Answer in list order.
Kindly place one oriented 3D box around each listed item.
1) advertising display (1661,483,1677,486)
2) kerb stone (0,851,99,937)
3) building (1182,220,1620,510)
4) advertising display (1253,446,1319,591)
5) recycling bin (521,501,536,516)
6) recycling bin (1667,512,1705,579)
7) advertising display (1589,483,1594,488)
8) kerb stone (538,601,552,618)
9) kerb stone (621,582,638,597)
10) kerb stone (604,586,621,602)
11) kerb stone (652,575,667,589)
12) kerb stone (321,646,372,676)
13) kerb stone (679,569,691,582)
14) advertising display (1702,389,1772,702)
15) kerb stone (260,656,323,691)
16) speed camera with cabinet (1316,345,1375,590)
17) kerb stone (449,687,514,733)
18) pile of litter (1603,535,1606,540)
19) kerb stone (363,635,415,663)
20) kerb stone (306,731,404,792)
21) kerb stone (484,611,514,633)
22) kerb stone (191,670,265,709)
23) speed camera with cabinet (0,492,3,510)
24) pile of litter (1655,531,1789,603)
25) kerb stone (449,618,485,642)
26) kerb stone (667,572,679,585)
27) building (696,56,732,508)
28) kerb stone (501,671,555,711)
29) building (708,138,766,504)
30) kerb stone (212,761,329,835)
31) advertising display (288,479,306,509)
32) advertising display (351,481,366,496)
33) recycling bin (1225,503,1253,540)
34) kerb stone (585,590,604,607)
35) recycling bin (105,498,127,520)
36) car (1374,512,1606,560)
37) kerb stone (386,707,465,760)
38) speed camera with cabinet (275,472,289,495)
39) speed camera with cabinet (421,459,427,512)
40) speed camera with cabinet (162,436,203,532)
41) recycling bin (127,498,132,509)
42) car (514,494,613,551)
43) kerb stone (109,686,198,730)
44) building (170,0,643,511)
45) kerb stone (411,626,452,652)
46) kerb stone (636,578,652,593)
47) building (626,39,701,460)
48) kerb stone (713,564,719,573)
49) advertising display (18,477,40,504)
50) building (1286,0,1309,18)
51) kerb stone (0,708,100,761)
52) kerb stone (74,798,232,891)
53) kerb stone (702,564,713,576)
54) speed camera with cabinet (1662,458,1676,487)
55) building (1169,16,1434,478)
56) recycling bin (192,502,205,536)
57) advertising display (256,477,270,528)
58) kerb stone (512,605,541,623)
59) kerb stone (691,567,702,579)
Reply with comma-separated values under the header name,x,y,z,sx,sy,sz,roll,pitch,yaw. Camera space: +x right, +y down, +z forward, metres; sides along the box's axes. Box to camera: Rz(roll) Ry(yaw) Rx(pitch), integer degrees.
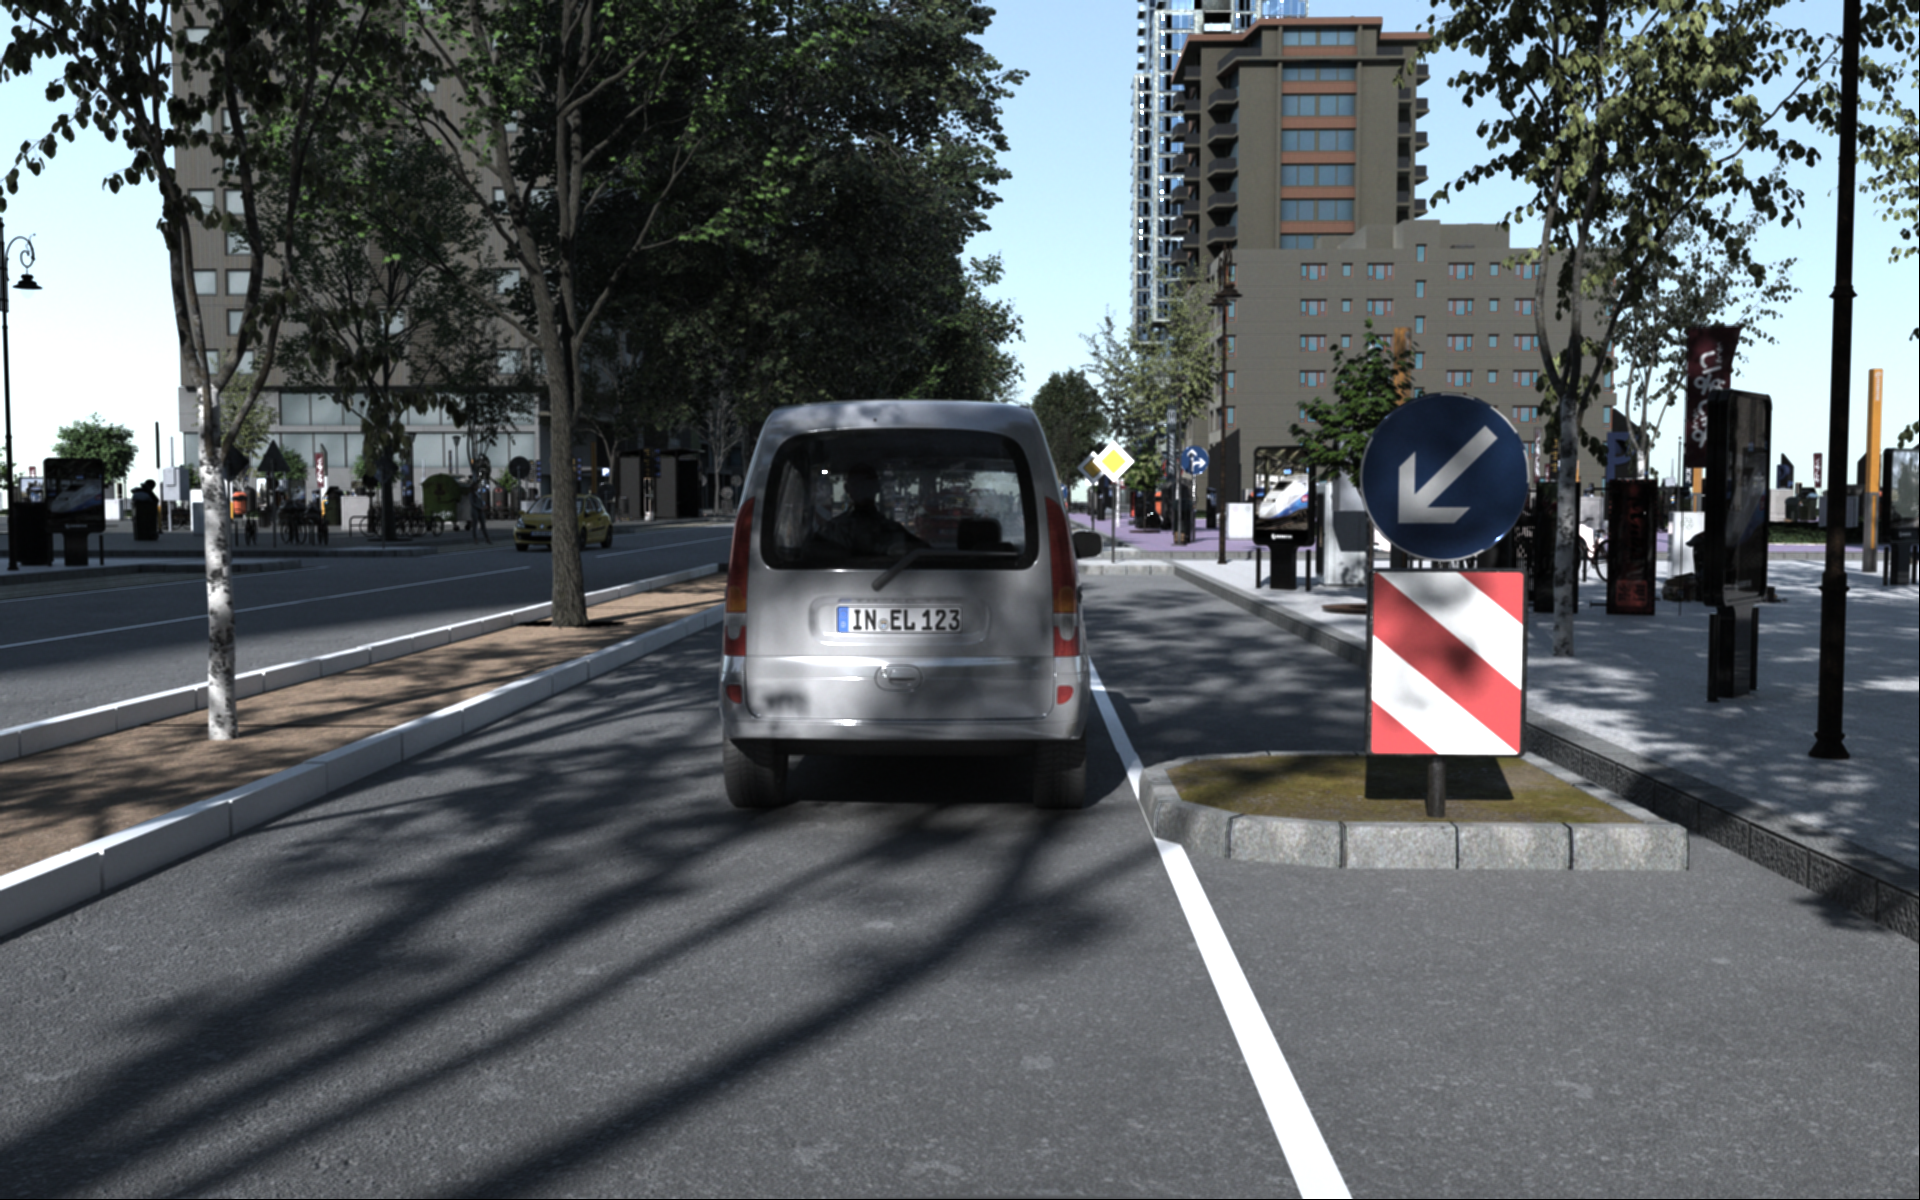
name,x,y,z,sx,sy,sz,roll,pitch,yaw
advertising display,42.362,-6.011,103.497,0.123,1.923,0.974,-3,4,-36
kerb stone,-3.162,1.008,5.720,0.120,0.150,1.000,0,4,2
building,32.847,-17.828,136.534,27.650,21.520,28.899,0,4,2
advertising display,4.346,-1.103,23.245,0.123,1.923,0.974,-3,5,-40
recycling bin,-15.892,-3.159,64.199,0.722,1.027,0.722,-2,4,-32
recycling bin,10.394,-0.725,24.409,0.722,1.027,0.722,1,4,17
advertising display,37.211,-5.926,102.100,0.123,1.923,0.974,1,4,12
kerb stone,-4.841,0.125,20.158,0.120,0.150,1.000,0,4,2
kerb stone,-4.715,-0.122,24.260,0.120,0.150,1.000,0,4,2
kerb stone,-4.750,-0.058,23.234,0.120,0.150,1.000,0,4,2
kerb stone,-4.653,-0.252,26.311,0.120,0.150,1.000,0,4,2
kerb stone,-5.020,0.510,13.998,0.120,0.150,1.000,0,4,2
kerb stone,-4.592,-0.377,28.358,0.120,0.150,1.000,0,4,2
advertising display,4.926,-0.353,10.981,0.123,1.923,0.974,3,5,40
kerb stone,-5.051,0.564,12.975,0.120,0.150,1.000,0,4,2
speed camera with cabinet,5.329,-1.803,23.820,0.660,3.252,2.038,0,4,4
kerb stone,-3.011,0.695,10.842,0.120,0.150,1.000,0,4,2
pile of litter,17.315,-2.080,47.974,1.719,0.858,1.176,-1,4,-15
kerb stone,-4.982,0.439,15.024,0.120,0.150,1.000,0,4,2
kerb stone,-3.075,0.819,8.798,0.120,0.150,1.000,0,4,2
kerb stone,-4.894,0.252,18.107,0.120,0.150,1.000,0,4,2
kerb stone,-5.082,0.627,11.939,0.120,0.150,1.000,0,4,2
speed camera with cabinet,-64.702,-7.368,114.799,0.660,3.252,2.038,3,5,40
pile of litter,9.035,-0.426,20.930,1.719,0.858,1.176,3,4,38
kerb stone,-4.922,0.313,17.080,0.120,0.150,1.000,0,4,2
kerb stone,-4.625,-0.314,27.336,0.120,0.150,1.000,0,4,2
building,-33.273,-44.637,168.069,20.563,71.187,20.611,0,4,2
kerb stone,-2.987,0.632,11.864,0.120,0.150,1.000,0,4,2
building,-33.093,-37.076,225.797,23.786,49.044,30.456,0,4,2
kerb stone,-3.099,0.886,7.772,0.120,0.150,1.000,0,4,2
advertising display,-29.460,-4.391,76.999,0.123,1.923,0.974,1,4,19
advertising display,-29.992,-4.967,86.417,0.974,1.923,0.123,2,4,34
recycling bin,7.875,-2.214,48.753,0.722,1.027,0.722,0,4,1
kerb stone,-4.776,-0.001,22.211,0.120,0.150,1.000,0,4,2
recycling bin,-41.231,-4.396,84.430,0.722,1.027,0.722,-1,4,-9
car,10.771,-1.422,35.615,4.827,1.381,2.083,0,4,2
kerb stone,-3.040,0.757,9.820,0.120,0.150,1.000,0,4,2
speed camera with cabinet,-42.193,-7.011,108.972,0.660,3.252,2.038,1,4,16
speed camera with cabinet,-29.984,-6.323,97.721,0.660,3.252,2.038,-1,4,-22
speed camera with cabinet,-26.268,-3.978,59.379,2.038,3.252,0.660,1,4,13
recycling bin,-47.994,-5.327,99.658,0.722,1.027,0.722,2,4,30
car,-10.223,-2.109,44.700,2.015,1.641,3.980,0,4,3
kerb stone,-5.115,0.690,10.917,0.120,0.150,1.000,0,4,2
building,-39.460,-33.053,129.662,28.713,52.752,27.495,0,4,2
kerb stone,-4.957,0.377,16.052,0.120,0.150,1.000,0,4,2
kerb stone,-4.693,-0.189,25.289,0.120,0.150,1.000,0,4,2
building,-30.898,-28.582,150.914,14.154,41.232,14.086,0,4,2
kerb stone,-4.498,-0.564,31.424,0.120,0.150,1.000,0,4,2
advertising display,-34.821,-3.658,65.029,0.123,1.923,0.974,3,4,36
building,33.292,-55.779,224.658,22.319,86.520,31.000,0,4,2
kerb stone,-5.139,0.752,9.895,0.120,0.150,1.000,0,4,2
kerb stone,-3.133,0.945,6.750,0.120,0.150,1.000,0,4,2
kerb stone,-4.528,-0.501,30.401,0.120,0.150,1.000,0,4,2
speed camera with cabinet,38.991,-6.202,95.735,0.660,3.252,2.038,1,4,9
building,31.537,-31.198,164.705,22.147,44.769,28.867,0,4,2
recycling bin,-23.301,-2.521,53.781,0.722,1.027,0.722,2,4,27
advertising display,-26.666,-3.735,66.282,0.123,1.923,0.974,-3,5,-44
kerb stone,-4.857,0.188,19.129,0.120,0.150,1.000,0,4,2
kerb stone,-4.561,-0.437,29.380,0.120,0.150,1.000,0,4,2
